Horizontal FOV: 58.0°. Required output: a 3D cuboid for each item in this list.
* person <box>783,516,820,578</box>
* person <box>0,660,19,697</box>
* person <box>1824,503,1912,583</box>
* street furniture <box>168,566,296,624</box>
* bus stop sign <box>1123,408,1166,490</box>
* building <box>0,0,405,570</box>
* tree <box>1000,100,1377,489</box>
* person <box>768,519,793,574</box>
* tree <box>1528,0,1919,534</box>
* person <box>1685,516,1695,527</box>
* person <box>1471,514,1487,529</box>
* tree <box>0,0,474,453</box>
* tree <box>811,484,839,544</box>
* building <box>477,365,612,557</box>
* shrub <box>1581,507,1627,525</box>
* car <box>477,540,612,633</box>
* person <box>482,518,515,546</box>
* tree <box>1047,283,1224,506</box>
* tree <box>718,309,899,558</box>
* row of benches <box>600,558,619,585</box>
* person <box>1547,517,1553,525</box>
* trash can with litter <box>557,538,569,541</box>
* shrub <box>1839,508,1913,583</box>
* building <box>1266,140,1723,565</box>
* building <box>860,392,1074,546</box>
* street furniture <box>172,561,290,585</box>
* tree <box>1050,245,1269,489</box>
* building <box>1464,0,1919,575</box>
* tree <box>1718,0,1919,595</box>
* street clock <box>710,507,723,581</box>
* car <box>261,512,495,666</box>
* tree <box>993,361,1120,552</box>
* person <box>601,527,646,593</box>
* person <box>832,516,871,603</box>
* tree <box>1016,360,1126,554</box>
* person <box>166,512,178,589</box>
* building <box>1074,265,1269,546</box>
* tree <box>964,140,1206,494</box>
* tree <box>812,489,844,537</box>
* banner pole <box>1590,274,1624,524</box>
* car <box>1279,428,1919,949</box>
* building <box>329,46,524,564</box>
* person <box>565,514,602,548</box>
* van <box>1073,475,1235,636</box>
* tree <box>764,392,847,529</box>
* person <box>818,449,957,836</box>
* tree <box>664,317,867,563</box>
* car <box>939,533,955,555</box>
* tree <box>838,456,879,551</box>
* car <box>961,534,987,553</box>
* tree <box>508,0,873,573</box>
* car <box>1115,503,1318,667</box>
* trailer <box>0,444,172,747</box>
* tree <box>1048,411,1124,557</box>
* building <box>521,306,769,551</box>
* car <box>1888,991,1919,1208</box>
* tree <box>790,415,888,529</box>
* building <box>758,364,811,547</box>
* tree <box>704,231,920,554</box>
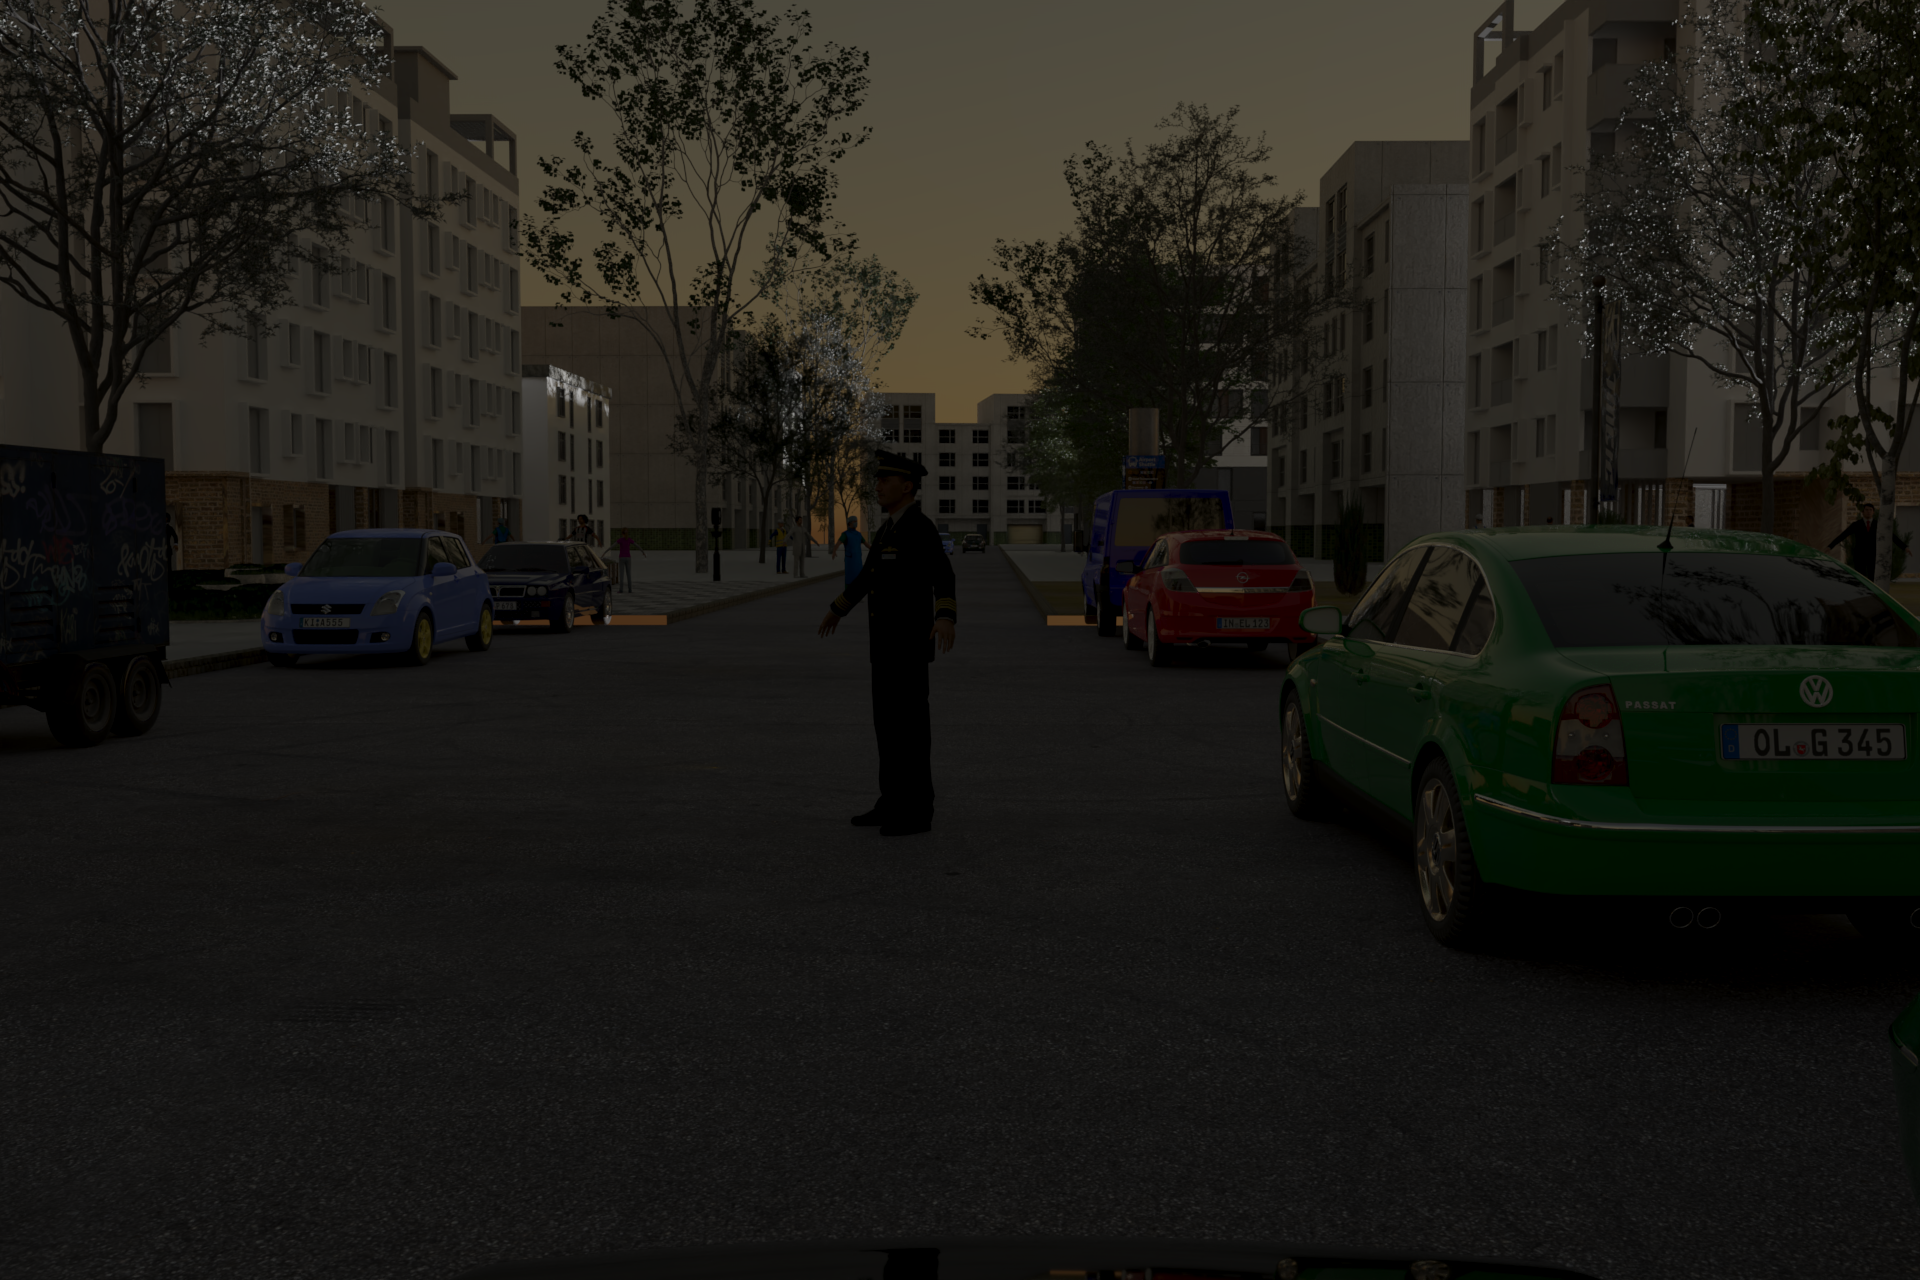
[{"bbox_3d":[-4.701,-2.730,50.815,1.347,1.806,0.705,-3,5,-44],"label":"person"},{"bbox_3d":[-3.772,0.184,5.573,1.348,1.813,0.705,0,4,-5],"label":"person"},{"bbox_3d":[15.410,-1.422,29.430,1.347,1.806,0.705,1,4,21],"label":"person"},{"bbox_3d":[-12.243,-0.877,29.967,5.734,0.657,10.072,1,4,11],"label":"street furniture"},{"bbox_3d":[3.866,-2.903,36.472,0.837,3.901,0.837,0,4,2],"label":"bus stop sign"},{"bbox_3d":[-25.982,-11.943,51.685,16.016,20.090,11.380,0,4,1],"label":"building"},{"bbox_3d":[6.329,-8.447,48.485,12.009,13.543,11.850,0,3,0],"label":"tree"},{"bbox_3d":[-5.718,-3.023,55.891,1.216,1.772,0.721,-3,5,-44],"label":"person"},{"bbox_3d":[16.598,-7.627,35.065,12.009,13.543,11.850,0,3,0],"label":"tree"},{"bbox_3d":[20.472,-2.597,48.682,0.704,1.802,1.346,1,4,20],"label":"person"},{"bbox_3d":[14.609,-2.628,48.825,1.347,1.847,0.705,0,4,-7],"label":"person"},{"bbox_3d":[-12.412,-6.999,24.798,12.009,13.543,11.850,0,3,0],"label":"tree"},{"bbox_3d":[-17.895,-16.801,225.063,4.737,8.622,4.395,0,3,0],"label":"tree"},{"bbox_3d":[-24.604,-9.651,99.946,9.099,9.664,28.070,0,4,1],"label":"building"},{"bbox_3d":[17.008,-2.516,45.564,1.690,2.028,1.600,0,3,0],"label":"shrub"},{"bbox_3d":[-6.460,-0.834,26.223,1.945,1.354,3.894,0,4,1],"label":"car"},{"bbox_3d":[-15.196,-3.127,57.252,0.704,1.817,1.347,3,4,38],"label":"person"},{"bbox_3d":[7.348,-9.444,72.532,7.486,12.596,7.792,0,3,0],"label":"tree"},{"bbox_3d":[-8.129,-11.244,94.210,12.009,13.543,11.850,0,3,0],"label":"tree"},{"bbox_3d":[-8.946,-1.684,42.992,1.422,0.672,4.104,0,4,-6],"label":"row of benches"},{"bbox_3d":[17.619,-2.781,51.748,1.348,1.796,0.705,2,4,35],"label":"person"},{"bbox_3d":[-7.115,-1.273,31.867,1.678,1.210,2.233,0,4,2],"label":"trash can with litter"},{"bbox_3d":[23.512,-2.451,44.499,1.690,2.028,1.600,0,3,0],"label":"shrub"},{"bbox_3d":[26.264,-13.459,86.520,16.747,18.905,31.486,0,4,1],"label":"building"},{"bbox_3d":[3.256,-21.741,224.387,31.486,18.905,16.747,0,4,-6],"label":"building"},{"bbox_3d":[-16.236,-1.689,43.242,5.734,0.657,10.072,2,4,25],"label":"street furniture"},{"bbox_3d":[6.965,-8.236,60.411,9.928,11.665,9.643,0,3,0],"label":"tree"},{"bbox_3d":[23.962,-12.630,62.918,16.016,20.090,11.380,0,4,1],"label":"building"},{"bbox_3d":[9.239,-4.061,16.766,4.737,8.622,4.395,0,3,0],"label":"tree"},{"bbox_3d":[-6.622,-2.602,47.107,0.358,2.002,0.471,0,3,0],"label":"street clock"},{"bbox_3d":[-6.636,-0.632,19.933,1.945,1.707,3.694,0,4,1],"label":"car"},{"bbox_3d":[7.211,-12.960,122.271,12.009,13.543,11.850,0,3,0],"label":"tree"},{"bbox_3d":[-7.279,-1.729,37.542,0.991,1.433,0.599,-2,4,-27],"label":"person"},{"bbox_3d":[-2.213,-1.683,36.109,0.704,1.817,1.347,3,5,43],"label":"person"},{"bbox_3d":[7.337,-11.779,110.711,7.486,12.596,7.792,0,3,0],"label":"tree"},{"bbox_3d":[-16.630,-1.795,36.064,1.216,1.740,0.721,2,4,34],"label":"person"},{"bbox_3d":[23.558,-18.583,147.806,27.936,21.610,32.646,0,4,1],"label":"building"},{"bbox_3d":[6.131,-14.099,86.404,12.611,20.169,13.585,0,3,0],"label":"tree"},{"bbox_3d":[-16.395,-16.423,218.873,4.360,8.622,3.978,0,3,0],"label":"tree"},{"bbox_3d":[6.159,-1.625,16.579,0.401,3.779,0.863,0,4,1],"label":"banner pole"},{"bbox_3d":[2.540,0.088,7.356,1.959,1.807,4.718,0,4,0],"label":"car"},{"bbox_3d":[-25.862,-12.985,68.721,16.016,20.090,11.380,0,4,1],"label":"building"},{"bbox_3d":[-10.405,-2.540,47.670,1.345,1.843,0.704,1,4,20],"label":"person"},{"bbox_3d":[2.888,-1.315,25.889,2.240,2.365,5.245,0,4,0],"label":"van"},{"bbox_3d":[-8.181,-8.171,83.953,4.360,8.622,3.978,0,3,0],"label":"tree"},{"bbox_3d":[-0.315,0.000,8.388,0.705,1.837,1.347,-2,4,-29],"label":"person"},{"bbox_3d":[-8.550,-8.600,75.027,8.767,10.594,7.601,-1,4,-21],"label":"tree"},{"bbox_3d":[-1.293,-6.717,119.410,1.945,1.707,3.694,0,4,1],"label":"car"},{"bbox_3d":[-6.821,-11.249,134.287,4.360,8.622,3.978,0,3,0],"label":"tree"},{"bbox_3d":[1.041,-7.330,129.635,2.009,1.686,4.222,0,4,1],"label":"car"},{"bbox_3d":[-8.897,-12.368,58.101,12.611,20.169,13.585,0,3,0],"label":"tree"},{"bbox_3d":[2.933,-0.681,20.171,2.155,1.783,4.494,0,4,0],"label":"car"},{"bbox_3d":[-6.530,-0.257,11.244,1.471,1.999,3.904,0,4,1],"label":"trailer"},{"bbox_3d":[7.156,-9.026,97.943,4.737,8.622,4.395,0,3,0],"label":"tree"},{"bbox_3d":[-26.924,-17.359,150.272,16.747,18.905,31.486,0,4,1],"label":"building"},{"bbox_3d":[2.519,0.656,1.066,2.131,1.459,4.920,0,3,0],"label":"car"},{"bbox_3d":[-8.166,-11.725,126.110,8.767,10.594,7.601,-1,4,-23],"label":"tree"},{"bbox_3d":[-26.183,-19.459,184.607,16.747,18.905,31.486,0,4,2],"label":"building"},{"bbox_3d":[-9.214,-15.508,109.446,12.611,20.169,13.585,0,3,0],"label":"tree"}]
